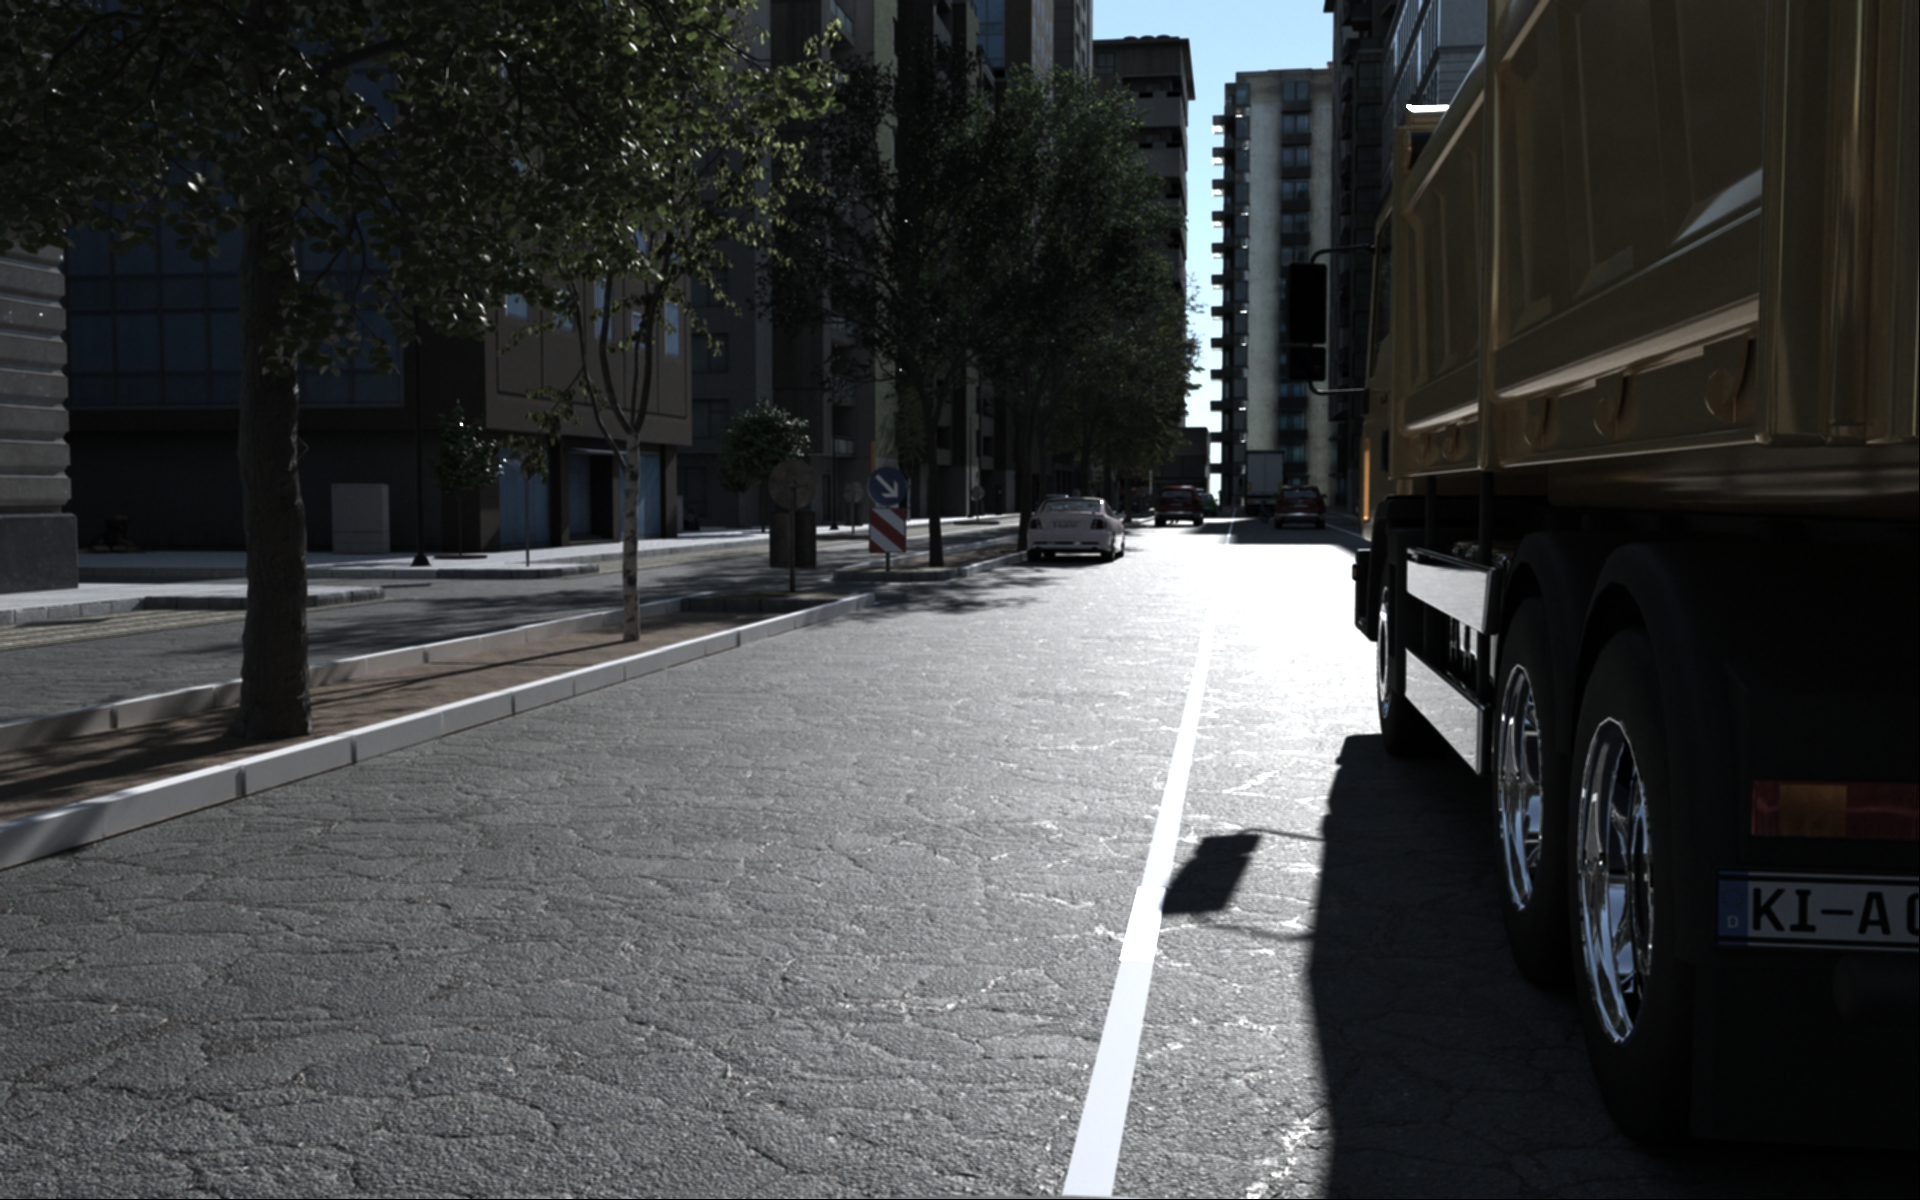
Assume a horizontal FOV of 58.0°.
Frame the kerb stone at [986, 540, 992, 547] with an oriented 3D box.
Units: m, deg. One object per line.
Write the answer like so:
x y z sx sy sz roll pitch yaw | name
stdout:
0.667 -1.513 46.986 0.120 0.150 1.000 1 4 9 | kerb stone

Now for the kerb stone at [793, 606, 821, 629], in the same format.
-1.725 0.204 18.865 0.120 0.150 1.000 1 4 9 | kerb stone

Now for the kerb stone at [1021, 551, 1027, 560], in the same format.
1.275 -0.940 37.566 0.120 0.150 1.000 1 4 9 | kerb stone

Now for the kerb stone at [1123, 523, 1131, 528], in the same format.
7.130 -3.169 74.016 0.120 0.150 1.000 1 4 9 | kerb stone

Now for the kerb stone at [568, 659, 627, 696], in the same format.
-2.708 0.577 12.768 0.120 0.150 1.000 1 4 9 | kerb stone

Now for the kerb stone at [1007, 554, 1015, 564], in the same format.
0.950 -0.816 35.544 0.120 0.150 1.000 1 4 9 | kerb stone

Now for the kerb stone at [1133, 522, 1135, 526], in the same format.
7.463 -3.294 76.045 0.120 0.150 1.000 1 4 9 | kerb stone

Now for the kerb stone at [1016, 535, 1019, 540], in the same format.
1.635 -1.887 53.054 0.120 0.150 1.000 1 4 9 | kerb stone

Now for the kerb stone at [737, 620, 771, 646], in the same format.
-2.052 0.328 16.826 0.120 0.150 1.000 1 4 9 | kerb stone

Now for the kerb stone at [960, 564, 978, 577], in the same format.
0.140 -0.505 30.480 0.120 0.150 1.000 1 4 9 | kerb stone

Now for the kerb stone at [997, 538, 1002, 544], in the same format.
0.985 -1.636 49.006 0.120 0.150 1.000 1 4 9 | kerb stone

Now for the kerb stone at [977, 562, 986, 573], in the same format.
0.293 -0.568 31.490 0.120 0.150 1.000 1 4 9 | kerb stone

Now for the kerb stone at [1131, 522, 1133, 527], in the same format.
7.300 -3.231 75.029 0.120 0.150 1.000 1 4 9 | kerb stone

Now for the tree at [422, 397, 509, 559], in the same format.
-10.052 -2.437 34.447 1.663 3.219 1.824 0 3 0 | tree

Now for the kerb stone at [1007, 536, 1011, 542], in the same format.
1.310 -1.763 51.024 0.120 0.150 1.000 1 4 9 | kerb stone

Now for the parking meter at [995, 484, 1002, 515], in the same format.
2.344 -6.061 104.816 0.399 1.863 0.255 -3 4 -38 | parking meter

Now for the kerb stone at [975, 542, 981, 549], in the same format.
0.338 -1.393 44.967 0.120 0.150 1.000 1 4 9 | kerb stone

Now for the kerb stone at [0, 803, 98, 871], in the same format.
-3.689 0.949 6.686 0.120 0.150 1.000 1 4 9 | kerb stone

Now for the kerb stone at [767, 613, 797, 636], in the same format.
-1.891 0.267 17.839 0.120 0.150 1.000 1 4 9 | kerb stone

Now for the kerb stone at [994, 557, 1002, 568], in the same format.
0.628 -0.691 33.516 0.120 0.150 1.000 1 4 9 | kerb stone

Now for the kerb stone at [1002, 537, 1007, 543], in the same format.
1.149 -1.698 50.015 0.120 0.150 1.000 1 4 9 | kerb stone

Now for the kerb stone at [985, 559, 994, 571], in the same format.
0.457 -0.631 32.508 0.120 0.150 1.000 1 4 9 | kerb stone

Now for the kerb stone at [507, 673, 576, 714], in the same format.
-2.872 0.639 11.754 0.120 0.150 1.000 1 4 9 | kerb stone

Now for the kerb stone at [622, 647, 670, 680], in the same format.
-2.545 0.517 13.777 0.120 0.150 1.000 1 4 9 | kerb stone

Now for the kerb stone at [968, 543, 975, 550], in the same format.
0.182 -1.329 43.957 0.120 0.150 1.000 1 4 9 | kerb stone

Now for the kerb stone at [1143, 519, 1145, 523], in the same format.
8.758 -3.790 84.160 0.120 0.150 1.000 1 4 9 | kerb stone

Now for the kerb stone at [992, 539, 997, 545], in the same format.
0.827 -1.578 47.995 0.120 0.150 1.000 1 4 9 | kerb stone

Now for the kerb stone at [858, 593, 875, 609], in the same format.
-1.239 0.018 21.906 0.120 0.150 1.000 1 4 9 | kerb stone

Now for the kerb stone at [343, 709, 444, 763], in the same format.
-3.192 0.763 9.720 0.120 0.150 1.000 1 4 9 | kerb stone

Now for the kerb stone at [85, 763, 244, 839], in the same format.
-3.531 0.887 7.695 0.120 0.150 1.000 1 4 9 | kerb stone

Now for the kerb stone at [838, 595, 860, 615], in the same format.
-1.407 0.080 20.894 0.120 0.150 1.000 1 4 9 | kerb stone

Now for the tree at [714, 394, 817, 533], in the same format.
-6.422 -4.492 57.153 4.285 4.588 4.351 0 3 0 | tree

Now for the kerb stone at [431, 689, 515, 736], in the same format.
-3.040 0.701 10.740 0.120 0.150 1.000 1 4 9 | kerb stone

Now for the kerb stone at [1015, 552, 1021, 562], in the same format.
1.108 -0.877 36.557 0.120 0.150 1.000 1 4 9 | kerb stone

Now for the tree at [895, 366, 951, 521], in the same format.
-2.475 -8.126 83.223 4.737 8.622 4.395 0 3 0 | tree

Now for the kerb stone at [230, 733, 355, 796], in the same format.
-3.361 0.826 8.703 0.120 0.150 1.000 1 4 9 | kerb stone

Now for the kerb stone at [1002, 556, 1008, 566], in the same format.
0.784 -0.754 34.531 0.120 0.150 1.000 1 4 9 | kerb stone

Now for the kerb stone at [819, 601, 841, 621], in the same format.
-1.563 0.141 19.882 0.120 0.150 1.000 1 4 9 | kerb stone

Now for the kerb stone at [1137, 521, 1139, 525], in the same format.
7.948 -3.479 79.079 0.120 0.150 1.000 1 4 9 | kerb stone

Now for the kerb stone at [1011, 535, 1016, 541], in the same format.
1.482 -1.824 52.032 0.120 0.150 1.000 1 4 9 | kerb stone

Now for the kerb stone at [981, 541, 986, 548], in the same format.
0.504 -1.455 45.976 0.120 0.150 1.000 1 4 9 | kerb stone

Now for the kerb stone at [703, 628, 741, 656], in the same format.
-2.226 0.393 15.814 0.120 0.150 1.000 1 4 9 | kerb stone

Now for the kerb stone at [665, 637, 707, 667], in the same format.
-2.389 0.453 14.794 0.120 0.150 1.000 1 4 9 | kerb stone
